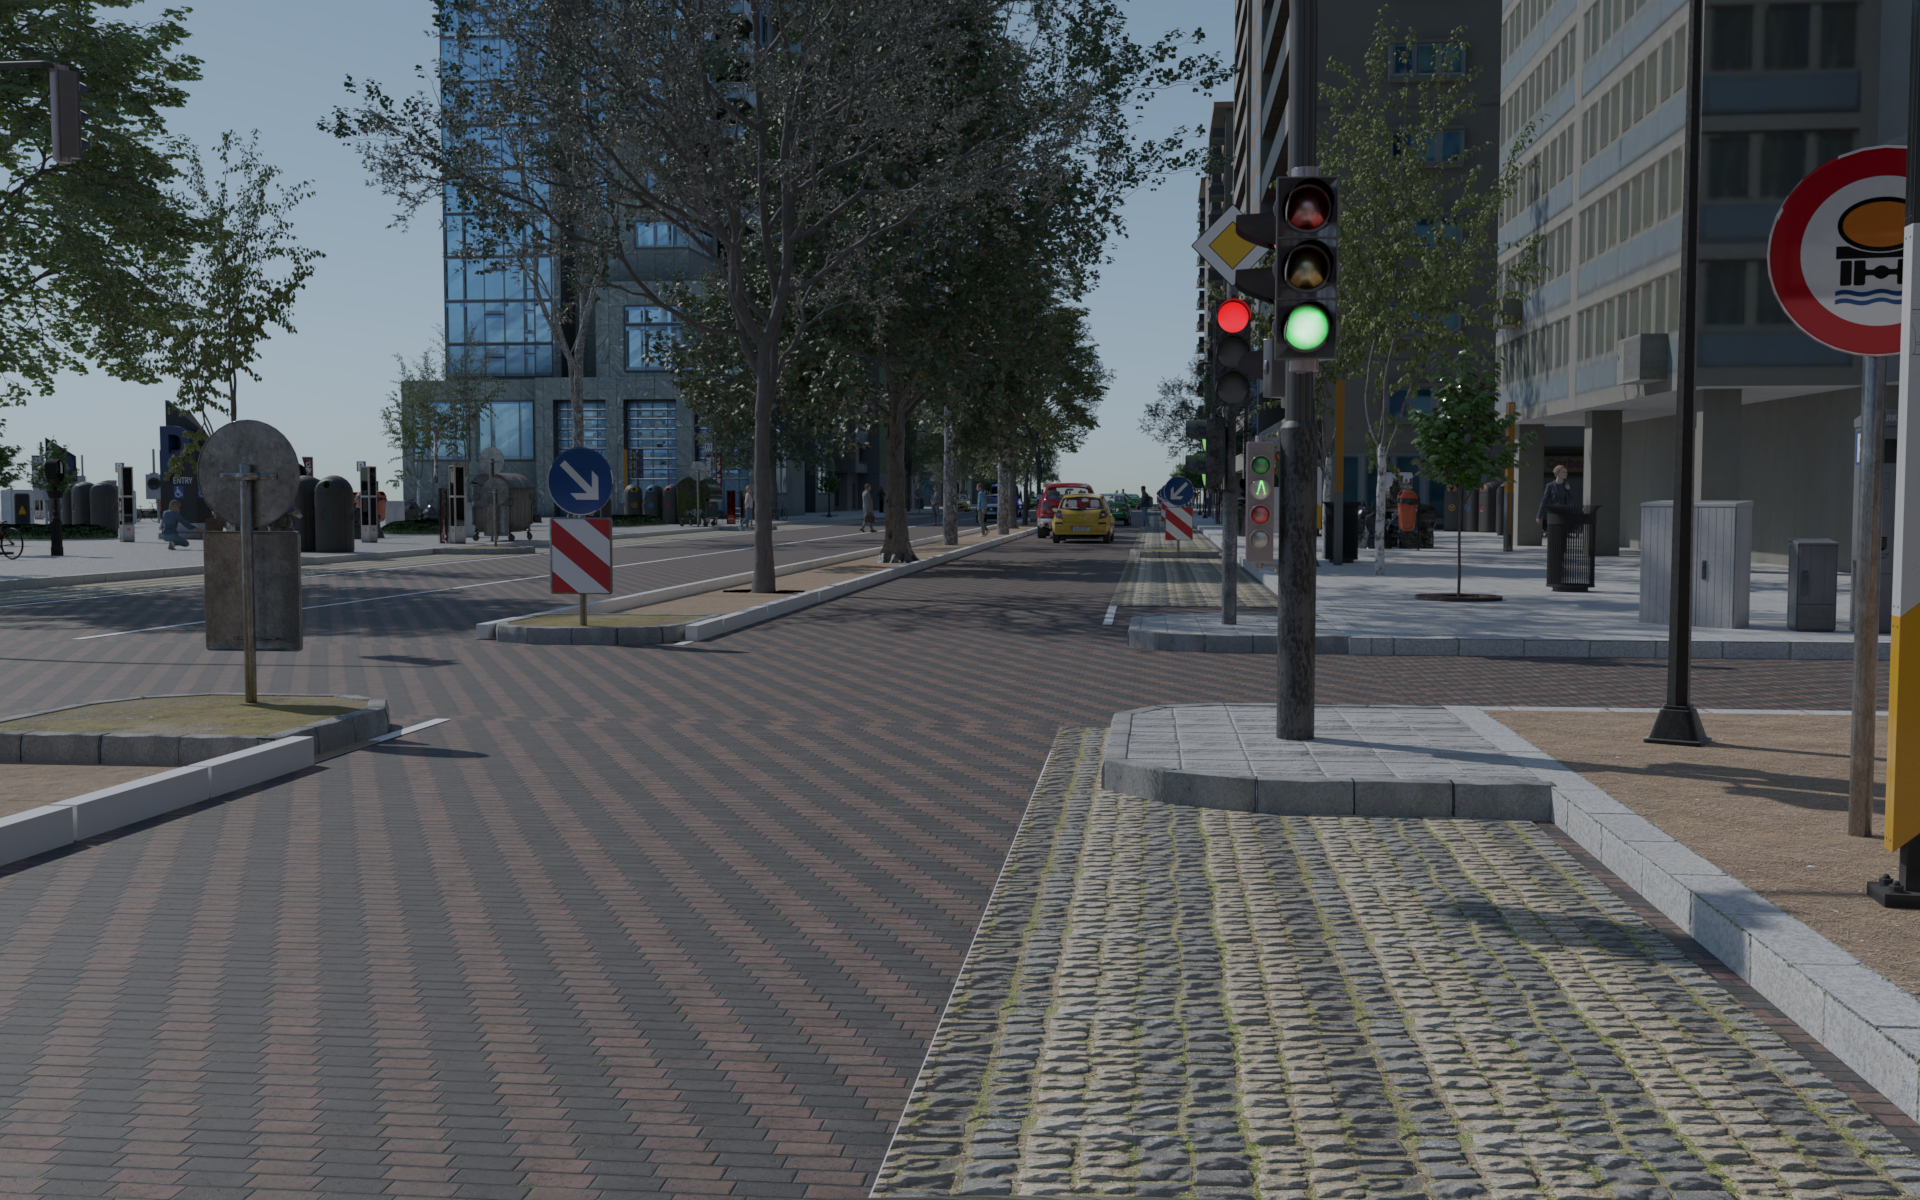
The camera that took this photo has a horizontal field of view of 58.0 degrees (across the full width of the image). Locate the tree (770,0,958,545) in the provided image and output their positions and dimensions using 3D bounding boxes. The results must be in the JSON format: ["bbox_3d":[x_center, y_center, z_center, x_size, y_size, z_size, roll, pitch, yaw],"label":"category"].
[{"bbox_3d":[0.846,-11.523,46.754,12.611,20.169,13.585,0,3,0],"label":"tree"}]

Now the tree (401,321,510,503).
[{"bbox_3d":[-21.104,-7.488,72.787,4.360,8.622,3.978,0,3,0],"label":"tree"}]

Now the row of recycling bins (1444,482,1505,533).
[{"bbox_3d":[17.561,-3.122,58.161,1.069,1.692,3.534,-1,4,-22],"label":"row of recycling bins"}]

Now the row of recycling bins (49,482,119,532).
[{"bbox_3d":[-29.835,-3.166,58.875,3.534,1.692,1.069,3,4,36],"label":"row of recycling bins"}]

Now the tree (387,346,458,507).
[{"bbox_3d":[-27.214,-8.349,86.872,4.737,8.622,4.395,0,3,0],"label":"tree"}]

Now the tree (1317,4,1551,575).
[{"bbox_3d":[6.867,-4.696,27.148,4.737,8.622,4.395,0,3,0],"label":"tree"}]

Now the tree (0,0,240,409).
[{"bbox_3d":[-15.079,-6.646,26.783,7.486,12.596,7.792,0,3,0],"label":"tree"}]

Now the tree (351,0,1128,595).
[{"bbox_3d":[-2.851,-6.847,24.773,12.009,13.543,11.850,0,3,0],"label":"tree"}]

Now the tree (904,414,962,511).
[{"bbox_3d":[-3.233,-11.027,130.645,4.737,8.622,4.395,0,3,0],"label":"tree"}]

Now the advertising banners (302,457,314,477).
[{"bbox_3d":[-29.875,-5.214,81.432,2.074,3.025,0.090,-3,5,-40],"label":"advertising banners"}]

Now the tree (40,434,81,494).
[{"bbox_3d":[-28.861,-3.721,55.437,1.663,3.219,1.824,0,3,0],"label":"tree"}]

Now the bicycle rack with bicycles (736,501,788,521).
[{"bbox_3d":[-9.921,-4.313,83.897,2.852,0.926,2.925,-2,4,-27],"label":"bicycle rack with bicycles"}]

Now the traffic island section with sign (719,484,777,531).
[{"bbox_3d":[-8.296,-3.654,68.364,1.989,1.847,2.006,0,4,6],"label":"traffic island section with sign"}]

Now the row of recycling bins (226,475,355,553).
[{"bbox_3d":[-15.016,-1.939,38.815,3.534,1.692,1.069,2,4,25],"label":"row of recycling bins"}]

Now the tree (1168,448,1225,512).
[{"bbox_3d":[17.043,-8.421,121.395,4.285,4.588,4.351,0,3,0],"label":"tree"}]

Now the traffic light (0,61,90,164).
[{"bbox_3d":[-11.738,-2.686,18.586,4.771,5.953,1.251,0,4,6],"label":"traffic light"}]

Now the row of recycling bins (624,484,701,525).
[{"bbox_3d":[-12.651,-4.072,73.696,3.534,1.692,1.069,1,4,15],"label":"row of recycling bins"}]

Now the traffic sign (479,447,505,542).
[{"bbox_3d":[-12.610,-2.844,46.611,0.768,2.556,0.104,1,4,16],"label":"traffic sign"}]

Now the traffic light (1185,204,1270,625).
[{"bbox_3d":[2.633,-1.715,16.955,0.839,4.253,0.868,0,4,6],"label":"traffic light"}]

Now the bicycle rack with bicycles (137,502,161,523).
[{"bbox_3d":[-37.574,-3.997,78.734,2.852,0.926,2.925,1,4,23],"label":"bicycle rack with bicycles"}]

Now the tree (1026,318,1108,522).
[{"bbox_3d":[3.965,-9.768,87.921,9.928,11.665,9.643,0,3,0],"label":"tree"}]

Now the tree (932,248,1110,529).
[{"bbox_3d":[2.213,-9.164,70.418,7.486,12.596,7.792,0,3,0],"label":"tree"}]

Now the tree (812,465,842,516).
[{"bbox_3d":[-7.605,-6.495,100.793,1.663,3.219,1.824,0,3,0],"label":"tree"}]

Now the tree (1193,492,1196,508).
[{"bbox_3d":[21.402,-10.154,160.611,1.663,3.219,1.824,0,3,0],"label":"tree"}]

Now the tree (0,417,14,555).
[{"bbox_3d":[-20.560,-2.565,36.539,1.663,3.219,1.824,0,3,0],"label":"tree"}]

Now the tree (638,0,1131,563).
[{"bbox_3d":[-1.329,-7.102,35.586,9.611,12.733,9.660,0,3,0],"label":"tree"}]

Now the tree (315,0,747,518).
[{"bbox_3d":[-13.894,-12.313,57.206,12.611,20.169,13.585,0,3,0],"label":"tree"}]

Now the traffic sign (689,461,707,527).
[{"bbox_3d":[-10.196,-4.116,67.401,0.768,2.556,0.104,1,4,13],"label":"traffic sign"}]

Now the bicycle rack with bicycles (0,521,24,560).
[{"bbox_3d":[-20.037,-1.227,33.443,2.925,0.926,2.852,2,4,28],"label":"bicycle rack with bicycles"}]

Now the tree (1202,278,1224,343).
[{"bbox_3d":[7.226,-5.151,34.585,4.737,8.622,4.395,0,3,0],"label":"tree"}]

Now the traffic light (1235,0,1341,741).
[{"bbox_3d":[-0.348,-2.107,9.113,4.771,5.953,1.251,0,4,6],"label":"traffic light"}]

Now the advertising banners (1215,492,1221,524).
[{"bbox_3d":[10.999,-4.772,74.214,0.090,3.025,2.074,0,4,1],"label":"advertising banners"}]

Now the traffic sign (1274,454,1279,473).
[{"bbox_3d":[8.615,-2.978,48.790,0.768,2.556,0.104,1,4,9],"label":"traffic sign"}]

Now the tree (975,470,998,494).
[{"bbox_3d":[3.927,-13.000,196.264,4.285,4.588,4.351,0,3,0],"label":"tree"}]

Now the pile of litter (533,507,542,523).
[{"bbox_3d":[-19.465,-3.888,77.535,1.719,0.858,1.176,-2,4,-32],"label":"pile of litter"}]

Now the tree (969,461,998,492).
[{"bbox_3d":[2.427,-14.296,184.098,4.360,8.622,3.978,0,3,0],"label":"tree"}]

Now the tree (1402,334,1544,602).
[{"bbox_3d":[6.201,-1.612,20.966,1.663,3.219,1.824,0,3,0],"label":"tree"}]

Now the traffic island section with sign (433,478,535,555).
[{"bbox_3d":[-11.324,-2.015,41.567,1.989,1.847,2.006,0,4,6],"label":"traffic island section with sign"}]

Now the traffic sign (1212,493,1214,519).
[{"bbox_3d":[13.081,-5.469,89.516,0.768,2.556,0.104,1,4,12],"label":"traffic sign"}]

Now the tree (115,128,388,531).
[{"bbox_3d":[-14.762,-5.134,34.299,4.737,8.622,4.395,0,3,0],"label":"tree"}]

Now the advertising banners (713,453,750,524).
[{"bbox_3d":[-9.731,-4.743,73.738,0.090,3.025,2.074,3,5,41],"label":"advertising banners"}]

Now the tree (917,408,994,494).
[{"bbox_3d":[0.265,-15.777,164.607,9.857,13.997,8.962,0,3,0],"label":"tree"}]

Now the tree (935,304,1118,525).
[{"bbox_3d":[2.889,-8.643,78.187,8.767,10.594,7.601,0,4,6],"label":"tree"}]

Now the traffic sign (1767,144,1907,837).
[{"bbox_3d":[3.382,-0.387,6.431,0.768,2.556,0.104,1,4,16],"label":"traffic sign"}]

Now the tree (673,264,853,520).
[{"bbox_3d":[-9.464,-10.976,86.120,9.857,13.997,8.962,0,3,0],"label":"tree"}]

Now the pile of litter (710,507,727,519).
[{"bbox_3d":[-12.834,-4.675,90.398,1.719,0.858,1.176,1,4,15],"label":"pile of litter"}]

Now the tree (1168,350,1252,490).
[{"bbox_3d":[12.596,-8.316,86.323,4.360,8.622,3.978,0,3,0],"label":"tree"}]

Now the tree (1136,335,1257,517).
[{"bbox_3d":[14.164,-9.987,97.693,8.767,10.594,7.601,0,4,-7],"label":"tree"}]

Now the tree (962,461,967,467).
[{"bbox_3d":[-0.986,-12.316,151.733,4.737,8.622,4.395,0,3,0],"label":"tree"}]

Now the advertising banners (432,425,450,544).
[{"bbox_3d":[-13.480,-2.989,45.062,0.090,3.025,2.074,0,4,-5],"label":"advertising banners"}]
